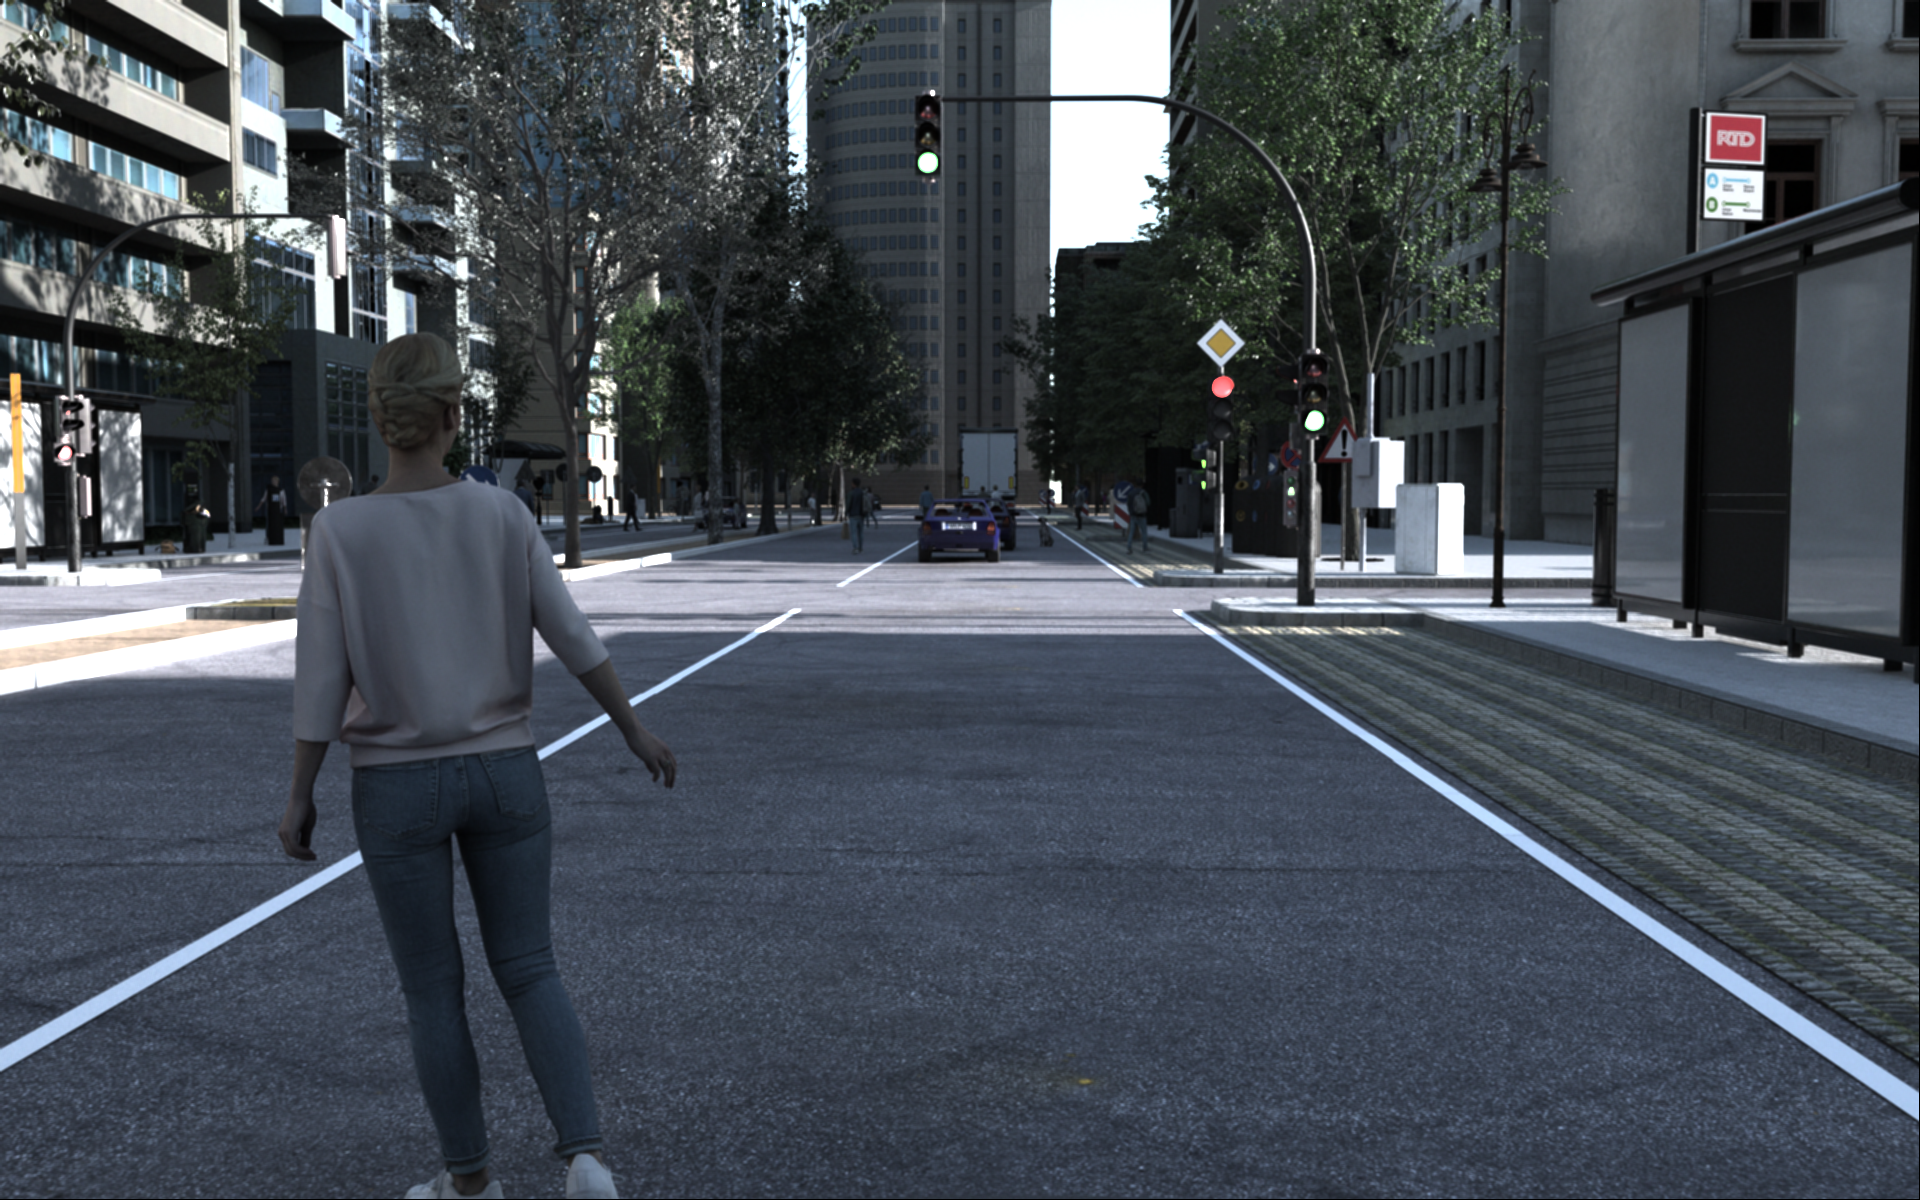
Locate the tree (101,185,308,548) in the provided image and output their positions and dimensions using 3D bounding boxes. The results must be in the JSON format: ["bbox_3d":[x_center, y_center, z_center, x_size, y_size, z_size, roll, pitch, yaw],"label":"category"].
[{"bbox_3d":[-17.475,-5.531,40.797,4.737,8.622,4.395,0,3,0],"label":"tree"}]

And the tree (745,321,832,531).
[{"bbox_3d":[-6.532,-6.939,66.264,4.737,8.622,4.395,0,3,0],"label":"tree"}]

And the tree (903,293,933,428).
[{"bbox_3d":[-6.243,-9.979,75.975,12.009,13.543,11.850,0,3,0],"label":"tree"}]

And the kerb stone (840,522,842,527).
[{"bbox_3d":[-5.356,-3.254,75.397,0.120,0.150,1.000,0,4,1],"label":"kerb stone"}]

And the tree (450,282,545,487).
[{"bbox_3d":[-16.281,-6.726,60.329,4.360,8.622,3.978,0,3,0],"label":"tree"}]

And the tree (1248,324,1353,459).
[{"bbox_3d":[12.860,-7.005,64.895,4.360,8.622,3.978,0,3,0],"label":"tree"}]

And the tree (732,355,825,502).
[{"bbox_3d":[-14.175,-11.004,114.332,7.601,10.594,8.767,-2,4,-24],"label":"tree"}]

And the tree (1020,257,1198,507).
[{"bbox_3d":[8.671,-11.395,92.959,9.857,13.997,8.962,0,3,0],"label":"tree"}]

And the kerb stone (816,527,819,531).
[{"bbox_3d":[-5.590,-2.690,66.176,0.120,0.150,1.000,0,4,1],"label":"kerb stone"}]

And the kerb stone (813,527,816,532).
[{"bbox_3d":[-5.616,-2.627,65.152,0.120,0.150,1.000,0,4,1],"label":"kerb stone"}]

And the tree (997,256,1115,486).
[{"bbox_3d":[8.394,-17.410,140.547,12.611,20.169,13.585,0,3,0],"label":"tree"}]

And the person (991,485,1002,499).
[{"bbox_3d":[1.417,-3.573,67.137,0.478,1.798,0.641,-1,4,-11],"label":"person"}]

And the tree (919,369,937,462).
[{"bbox_3d":[-6.051,-10.284,87.605,9.611,12.733,9.660,0,3,0],"label":"tree"}]

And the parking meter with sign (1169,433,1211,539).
[{"bbox_3d":[6.646,-3.320,50.537,0.543,3.016,1.738,-1,4,-21],"label":"parking meter with sign"}]

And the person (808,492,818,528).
[{"bbox_3d":[-6.235,-3.824,73.614,0.523,1.515,0.503,0,4,7],"label":"person"}]

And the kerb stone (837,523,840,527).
[{"bbox_3d":[-5.387,-3.191,74.365,0.120,0.150,1.000,0,4,1],"label":"kerb stone"}]

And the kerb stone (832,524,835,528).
[{"bbox_3d":[-5.438,-3.066,72.321,0.120,0.150,1.000,0,4,1],"label":"kerb stone"}]

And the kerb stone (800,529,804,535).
[{"bbox_3d":[-5.714,-2.376,61.048,0.120,0.150,1.000,0,4,1],"label":"kerb stone"}]

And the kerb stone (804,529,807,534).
[{"bbox_3d":[-5.693,-2.437,62.072,0.120,0.150,1.000,0,4,1],"label":"kerb stone"}]

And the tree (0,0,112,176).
[{"bbox_3d":[-7.899,-3.567,11.133,4.360,8.622,3.978,0,3,0],"label":"tree"}]

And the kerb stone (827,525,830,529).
[{"bbox_3d":[-5.489,-2.940,70.277,0.120,0.150,1.000,0,4,1],"label":"kerb stone"}]

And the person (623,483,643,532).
[{"bbox_3d":[-12.514,-3.546,66.250,0.755,1.850,0.659,0,4,-1],"label":"person"}]

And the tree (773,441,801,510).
[{"bbox_3d":[-13.890,-13.719,142.432,7.486,12.596,7.792,0,3,0],"label":"tree"}]

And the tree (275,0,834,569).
[{"bbox_3d":[-7.418,-7.337,32.780,12.009,13.543,11.850,0,3,0],"label":"tree"}]

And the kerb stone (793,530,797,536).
[{"bbox_3d":[-5.774,-2.251,58.993,0.120,0.150,1.000,0,4,1],"label":"kerb stone"}]

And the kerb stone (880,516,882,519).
[{"bbox_3d":[-4.742,-4.820,101.002,0.120,0.150,1.000,0,4,1],"label":"kerb stone"}]

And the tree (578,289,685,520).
[{"bbox_3d":[-15.330,-9.829,86.463,9.928,11.665,9.643,0,3,0],"label":"tree"}]

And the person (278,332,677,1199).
[{"bbox_3d":[-0.855,0.357,3.335,0.598,1.740,0.731,3,5,45],"label":"person"}]

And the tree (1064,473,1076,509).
[{"bbox_3d":[10.248,-9.652,152.414,1.663,3.219,1.824,0,3,0],"label":"tree"}]

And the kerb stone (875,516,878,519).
[{"bbox_3d":[-4.835,-4.570,96.907,0.120,0.150,1.000,0,4,1],"label":"kerb stone"}]

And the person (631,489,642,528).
[{"bbox_3d":[-13.853,-3.959,73.909,0.598,1.740,0.731,-3,5,-45],"label":"person"}]

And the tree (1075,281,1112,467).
[{"bbox_3d":[8.675,-9.527,73.897,7.486,12.596,7.792,0,3,0],"label":"tree"}]

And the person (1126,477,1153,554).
[{"bbox_3d":[4.197,-1.993,41.074,0.713,1.824,0.794,-3,5,-40],"label":"person"}]

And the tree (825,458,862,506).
[{"bbox_3d":[-13.438,-14.968,179.146,8.767,10.594,7.601,-3,5,-40],"label":"tree"}]

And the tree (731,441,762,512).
[{"bbox_3d":[-14.750,-10.553,122.900,4.360,8.622,3.978,0,3,0],"label":"tree"}]

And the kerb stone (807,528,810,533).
[{"bbox_3d":[-5.658,-2.502,63.105,0.120,0.150,1.000,0,4,1],"label":"kerb stone"}]

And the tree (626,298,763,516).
[{"bbox_3d":[-15.526,-11.143,100.318,7.486,12.596,7.792,0,3,0],"label":"tree"}]

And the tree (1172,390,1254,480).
[{"bbox_3d":[12.237,-8.083,82.514,4.737,8.622,4.395,0,3,0],"label":"tree"}]

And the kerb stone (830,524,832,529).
[{"bbox_3d":[-5.464,-3.003,71.299,0.120,0.150,1.000,0,4,1],"label":"kerb stone"}]

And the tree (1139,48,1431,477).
[{"bbox_3d":[8.217,-7.724,44.413,7.486,12.596,7.792,0,3,0],"label":"tree"}]

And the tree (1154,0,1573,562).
[{"bbox_3d":[7.574,-6.560,33.006,9.928,11.665,9.643,0,3,0],"label":"tree"}]

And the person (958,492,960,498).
[{"bbox_3d":[0.196,-5.738,102.495,0.592,1.802,0.473,3,5,43],"label":"person"}]

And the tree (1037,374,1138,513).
[{"bbox_3d":[9.388,-11.215,117.778,8.767,10.594,7.601,0,4,4],"label":"tree"}]

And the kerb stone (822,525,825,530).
[{"bbox_3d":[-5.541,-2.815,68.220,0.120,0.150,1.000,0,4,1],"label":"kerb stone"}]

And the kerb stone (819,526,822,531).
[{"bbox_3d":[-5.560,-2.750,67.198,0.120,0.150,1.000,0,4,1],"label":"kerb stone"}]

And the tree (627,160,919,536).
[{"bbox_3d":[-6.558,-8.527,58.878,9.611,12.733,9.660,0,3,0],"label":"tree"}]

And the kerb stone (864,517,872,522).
[{"bbox_3d":[-4.943,-4.319,92.817,0.120,0.150,1.000,0,4,1],"label":"kerb stone"}]

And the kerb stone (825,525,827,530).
[{"bbox_3d":[-5.516,-2.877,69.242,0.120,0.150,1.000,0,4,1],"label":"kerb stone"}]

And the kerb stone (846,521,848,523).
[{"bbox_3d":[-5.288,-3.442,78.472,0.120,0.150,1.000,0,4,1],"label":"kerb stone"}]

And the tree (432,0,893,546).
[{"bbox_3d":[-7.854,-11.568,47.488,12.611,20.169,13.585,0,3,0],"label":"tree"}]

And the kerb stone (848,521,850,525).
[{"bbox_3d":[-5.267,-3.503,79.494,0.120,0.150,1.000,0,4,1],"label":"kerb stone"}]

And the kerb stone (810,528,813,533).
[{"bbox_3d":[-5.634,-2.565,64.127,0.120,0.150,1.000,0,4,1],"label":"kerb stone"}]

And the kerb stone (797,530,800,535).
[{"bbox_3d":[-5.738,-2.313,60.014,0.120,0.150,1.000,0,4,1],"label":"kerb stone"}]

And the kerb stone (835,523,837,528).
[{"bbox_3d":[-5.413,-3.128,73.343,0.120,0.150,1.000,0,4,1],"label":"kerb stone"}]

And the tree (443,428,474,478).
[{"bbox_3d":[-21.301,-5.280,70.034,4.285,4.588,4.351,0,3,0],"label":"tree"}]

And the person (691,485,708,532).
[{"bbox_3d":[-9.889,-3.481,65.761,0.624,1.780,0.694,0,4,-8],"label":"person"}]
